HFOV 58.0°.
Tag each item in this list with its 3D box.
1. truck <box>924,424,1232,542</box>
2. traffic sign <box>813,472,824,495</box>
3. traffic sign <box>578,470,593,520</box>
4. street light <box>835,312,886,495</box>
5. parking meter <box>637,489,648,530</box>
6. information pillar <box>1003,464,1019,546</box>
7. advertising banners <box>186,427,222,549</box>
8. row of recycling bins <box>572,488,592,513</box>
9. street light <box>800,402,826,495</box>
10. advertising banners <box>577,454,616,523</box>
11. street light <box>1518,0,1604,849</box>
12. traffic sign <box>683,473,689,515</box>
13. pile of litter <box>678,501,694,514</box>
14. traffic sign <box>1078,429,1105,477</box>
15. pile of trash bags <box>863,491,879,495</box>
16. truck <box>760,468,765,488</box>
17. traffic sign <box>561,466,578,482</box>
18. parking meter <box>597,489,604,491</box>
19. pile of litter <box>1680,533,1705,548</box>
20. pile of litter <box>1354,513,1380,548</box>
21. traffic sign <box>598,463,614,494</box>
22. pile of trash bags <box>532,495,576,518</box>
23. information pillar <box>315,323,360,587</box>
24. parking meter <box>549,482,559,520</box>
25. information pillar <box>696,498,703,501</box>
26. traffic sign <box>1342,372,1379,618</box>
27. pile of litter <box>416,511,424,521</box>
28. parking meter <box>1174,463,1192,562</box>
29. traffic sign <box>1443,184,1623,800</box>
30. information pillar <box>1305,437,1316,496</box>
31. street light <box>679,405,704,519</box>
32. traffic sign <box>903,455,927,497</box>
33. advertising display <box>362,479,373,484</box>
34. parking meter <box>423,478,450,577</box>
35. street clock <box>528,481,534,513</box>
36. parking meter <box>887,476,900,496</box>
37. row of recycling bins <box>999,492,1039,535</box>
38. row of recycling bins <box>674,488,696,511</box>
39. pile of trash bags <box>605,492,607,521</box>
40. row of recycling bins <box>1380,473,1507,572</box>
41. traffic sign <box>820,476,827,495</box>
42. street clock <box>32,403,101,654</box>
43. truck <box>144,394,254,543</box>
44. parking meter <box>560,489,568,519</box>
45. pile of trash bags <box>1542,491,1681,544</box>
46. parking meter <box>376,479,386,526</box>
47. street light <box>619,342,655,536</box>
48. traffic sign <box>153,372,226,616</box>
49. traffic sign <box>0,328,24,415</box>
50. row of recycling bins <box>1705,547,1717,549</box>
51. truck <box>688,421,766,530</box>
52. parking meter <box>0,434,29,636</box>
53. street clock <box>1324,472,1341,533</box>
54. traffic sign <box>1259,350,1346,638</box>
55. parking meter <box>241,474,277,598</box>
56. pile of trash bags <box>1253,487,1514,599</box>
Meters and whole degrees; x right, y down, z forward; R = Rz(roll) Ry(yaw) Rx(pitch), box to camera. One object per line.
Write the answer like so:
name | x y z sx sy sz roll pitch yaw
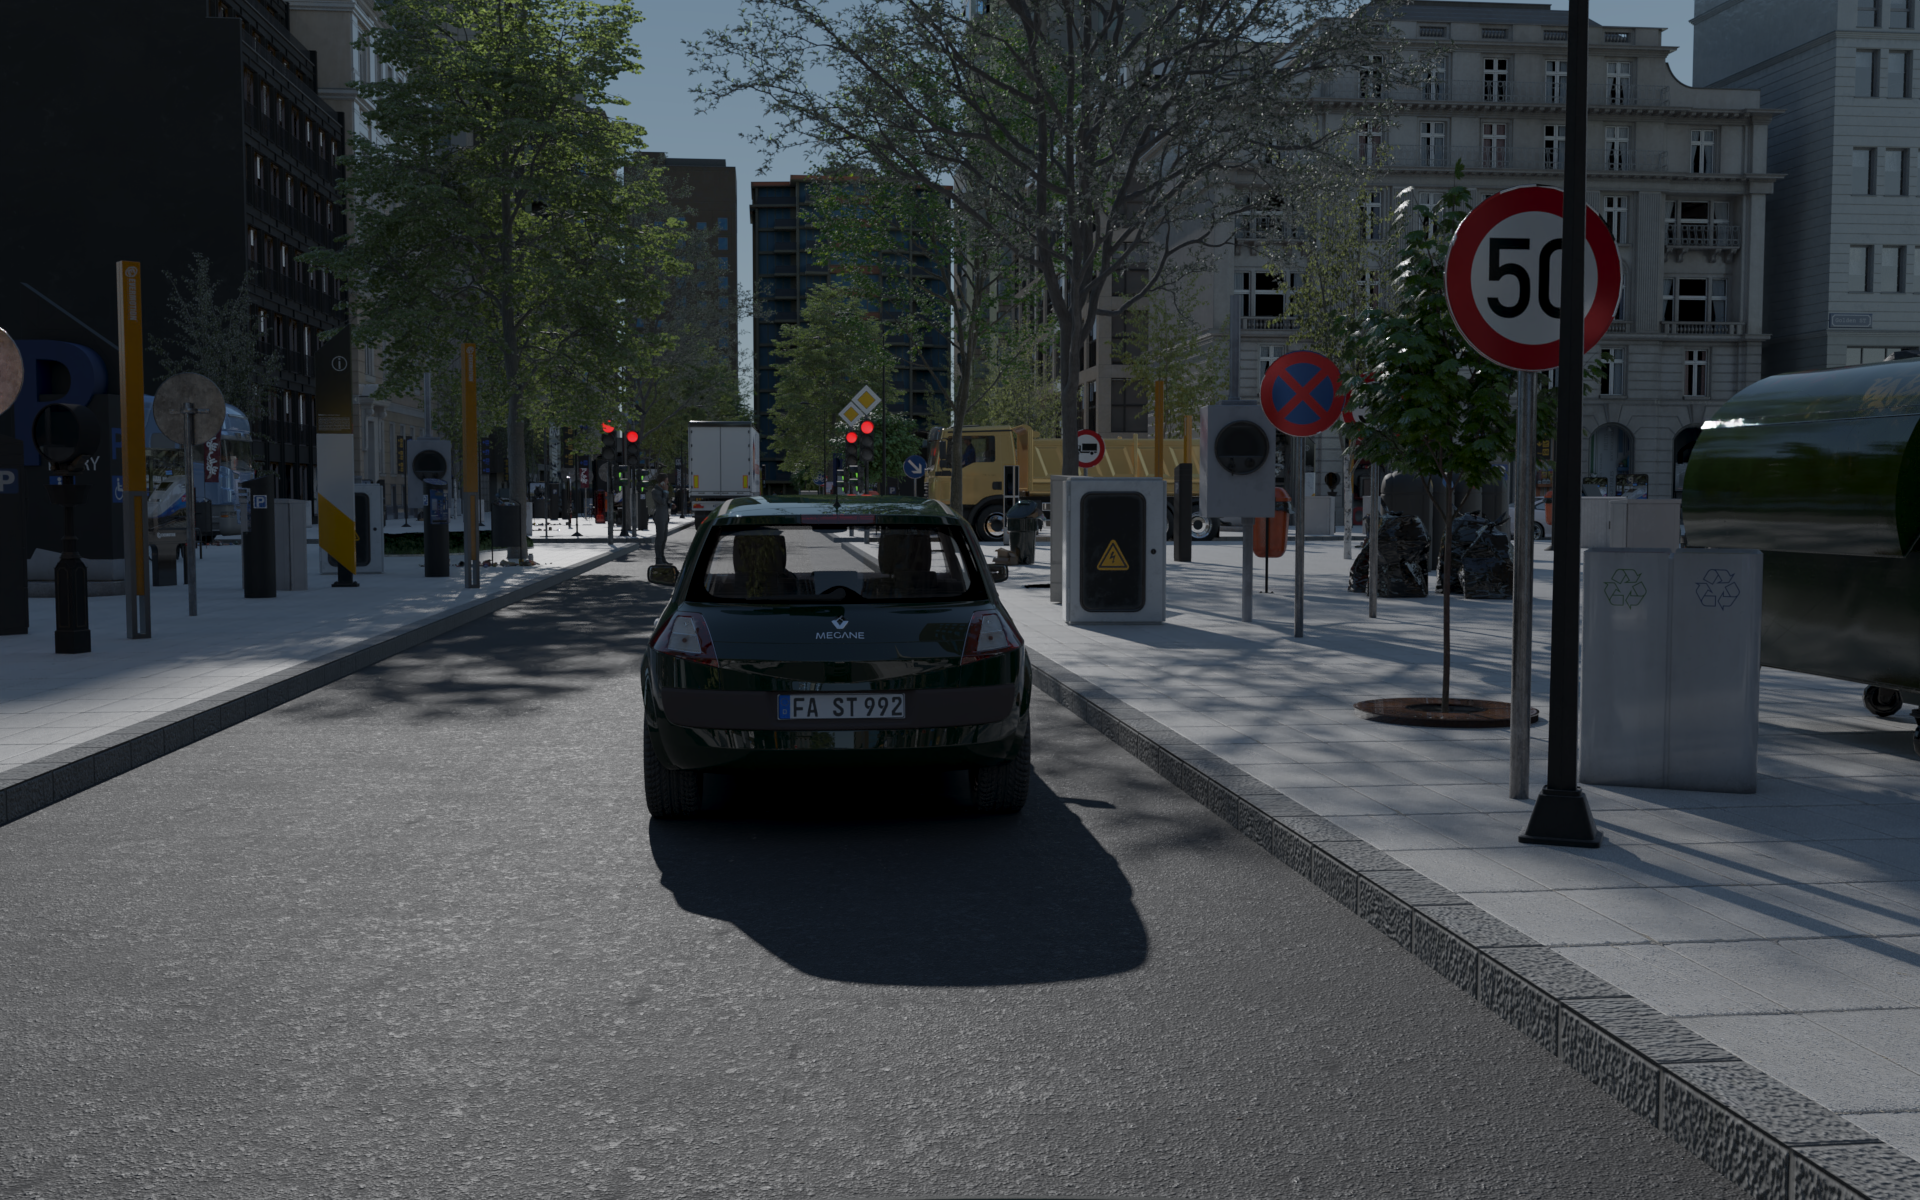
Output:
truck | 3.027 -3.279 49.541 9.791 3.379 3.469 0 4 -5
traffic sign | -7.991 -6.019 98.513 0.768 2.556 0.104 0 4 -5
traffic sign | -18.796 -5.312 86.957 0.768 2.556 0.104 0 4 0
street light | -2.493 -4.395 44.399 1.470 5.913 1.316 0 4 -6
parking meter | -11.461 -3.312 62.563 0.372 1.533 0.369 0 3 0
information pillar | 1.278 -2.365 43.152 0.304 2.012 0.304 2 4 26
advertising banners | -18.217 -2.724 40.719 2.074 3.025 0.090 1 4 13
row of recycling bins | -25.002 -6.651 115.861 1.069 1.692 3.534 1 4 20
street light | -7.370 -7.029 87.473 1.470 5.913 1.316 0 4 -6
advertising banners | -15.819 -4.893 76.195 2.074 3.025 0.090 1 4 9
street light | 1.696 -2.059 6.205 1.470 5.913 1.316 0 4 -6
traffic sign | -16.655 -6.389 104.558 0.768 2.556 0.104 0 4 -6
pile of litter | -17.770 -5.996 111.995 1.176 0.858 1.719 -1 4 -9
traffic sign | 2.465 -2.073 34.005 0.768 2.556 0.104 0 4 -4
pile of trash bags | -1.653 -2.749 54.702 3.447 1.369 1.912 -3 5 -39
truck | -20.923 -11.167 172.343 2.967 4.110 18.799 0 4 -6
traffic sign | -16.870 -4.568 74.788 0.768 2.556 0.104 0 4 -2
parking meter | -19.434 -5.218 93.722 0.372 1.533 0.369 0 3 0
pile of litter | 10.138 -0.638 24.397 1.719 0.858 1.176 -1 4 -13
pile of litter | 10.021 -1.662 41.137 1.176 0.858 1.719 0 4 -4
traffic sign | -14.364 -4.318 70.704 0.768 2.556 0.104 0 4 -5
pile of trash bags | -22.116 -5.007 91.618 3.447 1.369 1.912 -2 4 -26
information pillar | -8.574 -1.985 23.817 0.504 3.616 0.183 0 4 -8
parking meter | -20.214 -4.928 86.283 0.399 1.863 0.255 -3 4 -39
information pillar | -16.256 -7.149 108.243 0.504 3.616 0.183 -1 4 -20
traffic sign | 4.282 -1.088 17.890 0.768 2.556 0.104 0 4 -6
pile of litter | -25.297 -4.225 83.048 1.719 0.858 1.176 -2 4 -31
parking meter | 4.231 -1.662 32.882 0.255 1.863 0.399 -1 4 -11
traffic sign | 2.359 -0.436 7.231 0.768 2.556 0.104 0 4 -6
information pillar | 13.484 -4.619 66.876 0.183 3.616 0.504 -3 5 -43
street light | -14.027 -7.227 90.694 1.470 5.913 1.316 0 4 -6
traffic sign | -1.467 -3.457 56.621 0.768 2.556 0.104 0 4 0
advertising display | -26.221 -4.352 76.370 0.974 1.923 0.123 2 4 33
parking meter | -8.106 -1.125 26.807 0.372 1.533 0.369 0 3 0
street clock | -24.267 -5.725 98.180 0.358 2.002 0.471 1 4 18
parking meter | -2.177 -3.119 56.705 0.399 1.863 0.255 1 4 9
row of recycling bins | 1.805 -2.958 55.472 1.069 1.692 3.534 -1 4 -11
row of recycling bins | -19.715 -7.142 123.888 1.069 1.692 3.534 -2 4 -31
pile of trash bags | -16.458 -4.438 82.316 1.912 1.369 3.447 0 4 6
row of recycling bins | 8.281 -1.382 29.709 1.069 1.692 3.534 3 5 43
traffic sign | -9.019 -6.979 114.213 0.768 2.556 0.104 0 4 1
street clock | -7.164 -0.573 13.931 0.471 2.002 0.358 1 4 15
truck | -27.609 -3.379 45.007 18.799 4.110 2.967 0 4 -6
parking meter | -20.135 -4.890 88.369 0.372 1.533 0.369 0 3 0
pile of trash bags | 17.253 -2.213 45.930 3.447 1.369 1.912 1 4 15
parking meter | -23.188 -3.893 69.368 0.255 1.863 0.399 -2 4 -33
street light | -9.664 -4.892 52.521 1.470 5.913 1.316 0 4 -6
traffic sign | -8.084 -1.105 18.177 0.768 2.556 0.104 0 4 0
traffic sign | -7.128 -0.756 12.468 0.768 2.556 0.104 0 4 -4
row of recycling bins | 8.596 -0.520 15.621 3.534 1.692 1.069 2 4 34
truck | -9.693 -5.109 72.447 2.839 4.237 11.283 0 4 -5
parking meter | -8.724 -0.615 15.770 0.255 1.863 0.399 3 4 36
street clock | 12.277 -3.215 57.132 0.471 2.002 0.358 3 4 38
traffic sign | 3.036 -0.938 15.439 0.768 2.556 0.104 0 4 0
parking meter | -8.676 -0.796 21.432 0.372 1.533 0.369 0 3 0
pile of trash bags | 5.385 -0.763 22.227 3.447 1.369 1.912 1 4 16
